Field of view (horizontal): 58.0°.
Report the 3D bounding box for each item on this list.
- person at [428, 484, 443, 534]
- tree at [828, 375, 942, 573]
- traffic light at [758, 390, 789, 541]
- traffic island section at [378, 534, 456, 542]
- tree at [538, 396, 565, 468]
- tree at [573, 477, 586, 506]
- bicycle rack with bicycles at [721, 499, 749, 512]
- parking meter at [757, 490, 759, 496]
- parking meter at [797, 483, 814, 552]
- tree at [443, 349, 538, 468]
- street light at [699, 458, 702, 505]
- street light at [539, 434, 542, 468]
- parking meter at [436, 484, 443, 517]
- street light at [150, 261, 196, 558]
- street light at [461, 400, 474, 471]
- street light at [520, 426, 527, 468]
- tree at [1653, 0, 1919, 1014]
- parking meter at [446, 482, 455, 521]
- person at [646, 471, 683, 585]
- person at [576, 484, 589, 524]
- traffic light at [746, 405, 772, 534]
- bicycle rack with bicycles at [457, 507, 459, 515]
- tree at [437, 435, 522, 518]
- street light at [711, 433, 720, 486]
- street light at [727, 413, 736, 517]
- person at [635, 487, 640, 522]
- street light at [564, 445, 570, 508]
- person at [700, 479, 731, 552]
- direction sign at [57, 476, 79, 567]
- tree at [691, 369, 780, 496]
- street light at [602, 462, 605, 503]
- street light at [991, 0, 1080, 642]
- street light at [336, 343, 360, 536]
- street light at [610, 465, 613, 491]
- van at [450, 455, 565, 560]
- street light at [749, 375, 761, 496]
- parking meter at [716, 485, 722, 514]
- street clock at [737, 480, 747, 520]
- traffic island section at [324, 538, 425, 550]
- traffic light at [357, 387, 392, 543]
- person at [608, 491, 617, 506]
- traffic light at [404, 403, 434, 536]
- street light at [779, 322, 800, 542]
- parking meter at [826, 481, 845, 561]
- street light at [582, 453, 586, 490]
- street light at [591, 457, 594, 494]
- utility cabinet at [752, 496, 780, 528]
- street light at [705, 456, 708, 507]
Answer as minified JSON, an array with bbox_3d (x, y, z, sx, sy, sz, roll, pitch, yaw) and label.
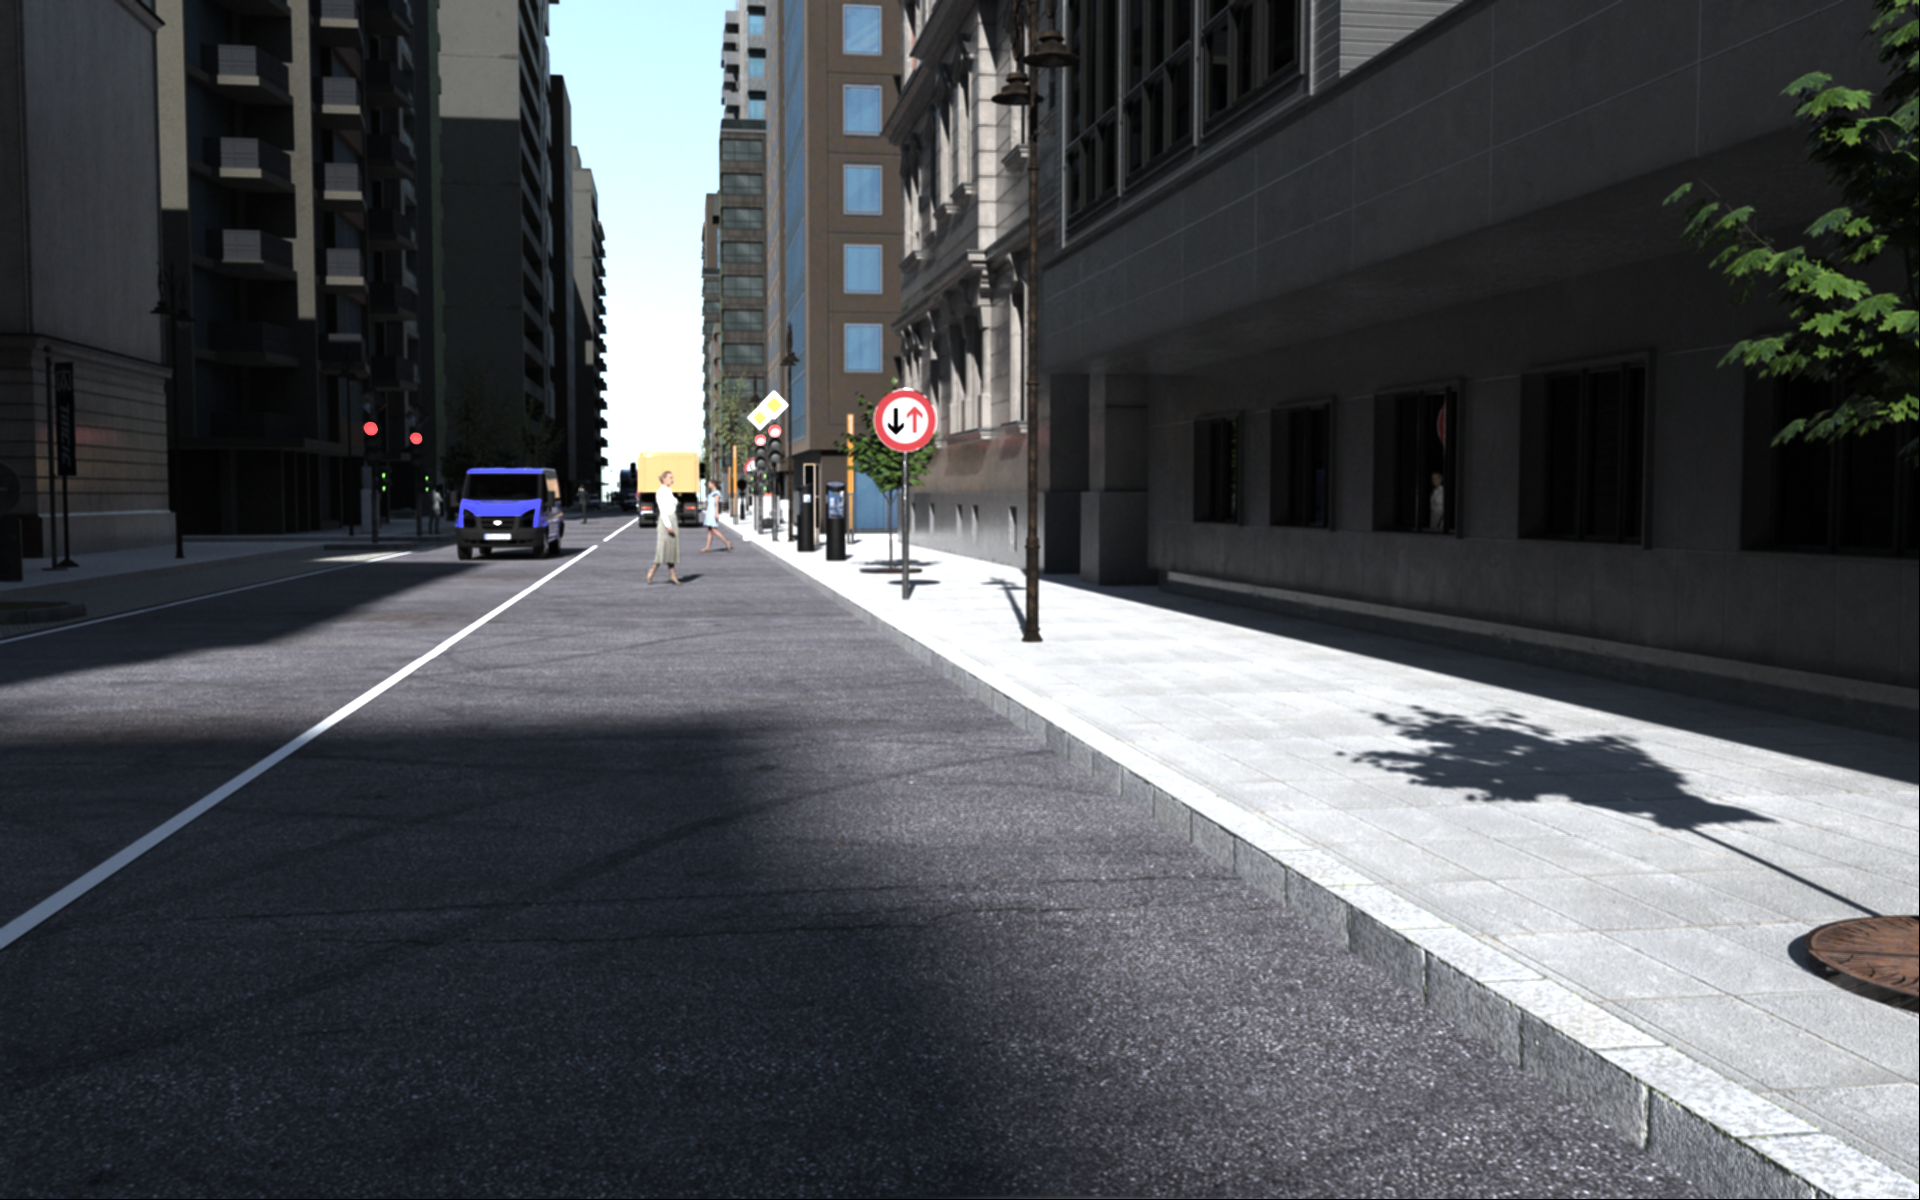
[{"bbox_3d":[-18.551,-3.216,61.261,0.511,1.800,0.466,0,4,5],"label":"person"},{"bbox_3d":[-1.025,-2.062,28.321,1.663,3.219,1.824,0,3,0],"label":"tree"},{"bbox_3d":[-5.056,-3.554,47.023,0.839,4.253,0.868,-1,4,-9],"label":"traffic light"},{"bbox_3d":[-16.665,-1.899,53.330,2.009,0.180,2.903,-1,4,-9],"label":"traffic island section"},{"bbox_3d":[-30.787,-10.653,124.546,4.737,8.622,4.395,0,3,0],"label":"tree"},{"bbox_3d":[-43.045,-12.203,194.126,1.663,3.219,1.824,0,3,0],"label":"tree"},{"bbox_3d":[-16.323,-6.891,126.054,2.925,0.926,2.852,-1,4,-21],"label":"bicycle rack with bicycles"},{"bbox_3d":[-13.875,-6.778,119.230,0.372,1.533,0.369,0,3,0],"label":"parking meter"},{"bbox_3d":[-3.437,-1.844,38.560,0.372,1.533,0.369,0,3,0],"label":"parking meter"},{"bbox_3d":[-24.330,-8.417,87.973,4.737,8.622,4.395,0,3,0],"label":"tree"},{"bbox_3d":[-30.505,-14.161,204.324,0.468,5.910,1.993,-1,4,-9],"label":"street light"},{"bbox_3d":[-31.139,-9.533,128.653,0.468,5.910,1.993,-1,4,-9],"label":"street light"},{"bbox_3d":[-29.620,-5.679,98.556,0.399,1.863,0.255,-1,4,-13],"label":"parking meter"},{"bbox_3d":[-15.663,-3.780,34.590,0.468,5.910,1.993,-1,4,-9],"label":"street light"},{"bbox_3d":[-23.895,-6.809,84.114,0.468,5.910,1.993,-1,4,-9],"label":"street light"},{"bbox_3d":[-28.945,-8.707,115.142,0.468,5.910,1.993,-1,4,-9],"label":"street light"},{"bbox_3d":[2.658,-0.603,4.467,1.663,3.219,1.824,0,3,0],"label":"tree"},{"bbox_3d":[-24.127,-4.668,82.031,0.255,1.863,0.399,-3,5,-44],"label":"parking meter"},{"bbox_3d":[-4.698,-1.144,27.427,0.641,1.798,0.478,2,4,25],"label":"person"},{"bbox_3d":[-18.339,-4.667,84.171,0.474,1.900,0.648,1,4,16],"label":"person"},{"bbox_3d":[-6.353,-4.036,54.902,0.839,4.253,0.868,-1,4,-9],"label":"traffic light"},{"bbox_3d":[-33.118,-6.520,119.987,2.925,0.926,2.852,3,4,36],"label":"bicycle rack with bicycles"},{"bbox_3d":[-26.357,-6.689,93.080,4.285,4.588,4.351,0,3,0],"label":"tree"},{"bbox_3d":[-18.008,-9.529,128.594,0.468,5.910,1.993,-1,4,-9],"label":"street light"},{"bbox_3d":[-12.813,-7.600,97.050,0.468,5.910,1.993,-1,4,-9],"label":"street light"},{"bbox_3d":[-16.226,-4.875,88.182,0.580,1.828,0.573,0,4,2],"label":"person"},{"bbox_3d":[-36.188,-11.436,159.760,0.468,5.910,1.993,-1,4,-9],"label":"street light"},{"bbox_3d":[-6.069,-2.099,42.920,0.778,1.811,0.616,0,4,-5],"label":"person"},{"bbox_3d":[-15.737,-2.350,30.426,0.379,3.537,0.876,-2,4,-34],"label":"direction sign"},{"bbox_3d":[-13.046,-9.309,102.564,4.737,8.622,4.395,0,3,0],"label":"tree"},{"bbox_3d":[-49.847,-16.477,242.192,0.468,5.910,1.993,-1,4,-9],"label":"street light"},{"bbox_3d":[0.630,-2.577,14.916,0.468,5.910,1.993,-1,4,-9],"label":"street light"},{"bbox_3d":[-18.721,-4.912,53.106,0.468,5.910,1.993,-1,4,-9],"label":"street light"},{"bbox_3d":[-54.977,-18.378,273.269,0.468,5.910,1.993,-1,4,-9],"label":"street light"},{"bbox_3d":[-10.243,-2.150,39.543,2.240,2.365,5.245,0,4,-8],"label":"van"},{"bbox_3d":[-7.789,-5.699,65.972,0.468,5.910,1.993,-1,4,-9],"label":"street light"},{"bbox_3d":[-15.597,-6.493,111.879,0.399,1.863,0.255,-1,4,-16],"label":"parking meter"},{"bbox_3d":[-10.859,-5.005,86.398,0.471,2.002,0.358,1,4,13],"label":"street clock"},{"bbox_3d":[-15.368,-1.417,45.451,2.009,0.180,2.903,-1,4,-9],"label":"traffic island section"},{"bbox_3d":[-15.327,-3.450,45.323,0.839,4.253,0.868,-1,4,-9],"label":"traffic light"},{"bbox_3d":[-39.875,-11.623,198.514,1.348,1.826,0.705,-2,4,-31],"label":"person"},{"bbox_3d":[-16.624,-3.932,53.202,0.839,4.253,0.868,-1,4,-9],"label":"traffic light"},{"bbox_3d":[-4.586,-4.523,46.732,0.468,5.910,1.993,-1,4,-9],"label":"street light"},{"bbox_3d":[-2.398,-1.530,33.421,0.372,1.533,0.369,0,3,0],"label":"parking meter"},{"bbox_3d":[-41.375,-13.332,190.765,0.468,5.910,1.993,-1,4,-9],"label":"street light"},{"bbox_3d":[-44.722,-14.574,211.079,0.468,5.910,1.993,-1,4,-9],"label":"street light"},{"bbox_3d":[-7.248,-3.275,64.709,1.020,1.237,0.306,0,4,0],"label":"utility cabinet"},{"bbox_3d":[-25.315,-12.265,173.319,0.468,5.910,1.993,-1,4,-9],"label":"street light"}]
